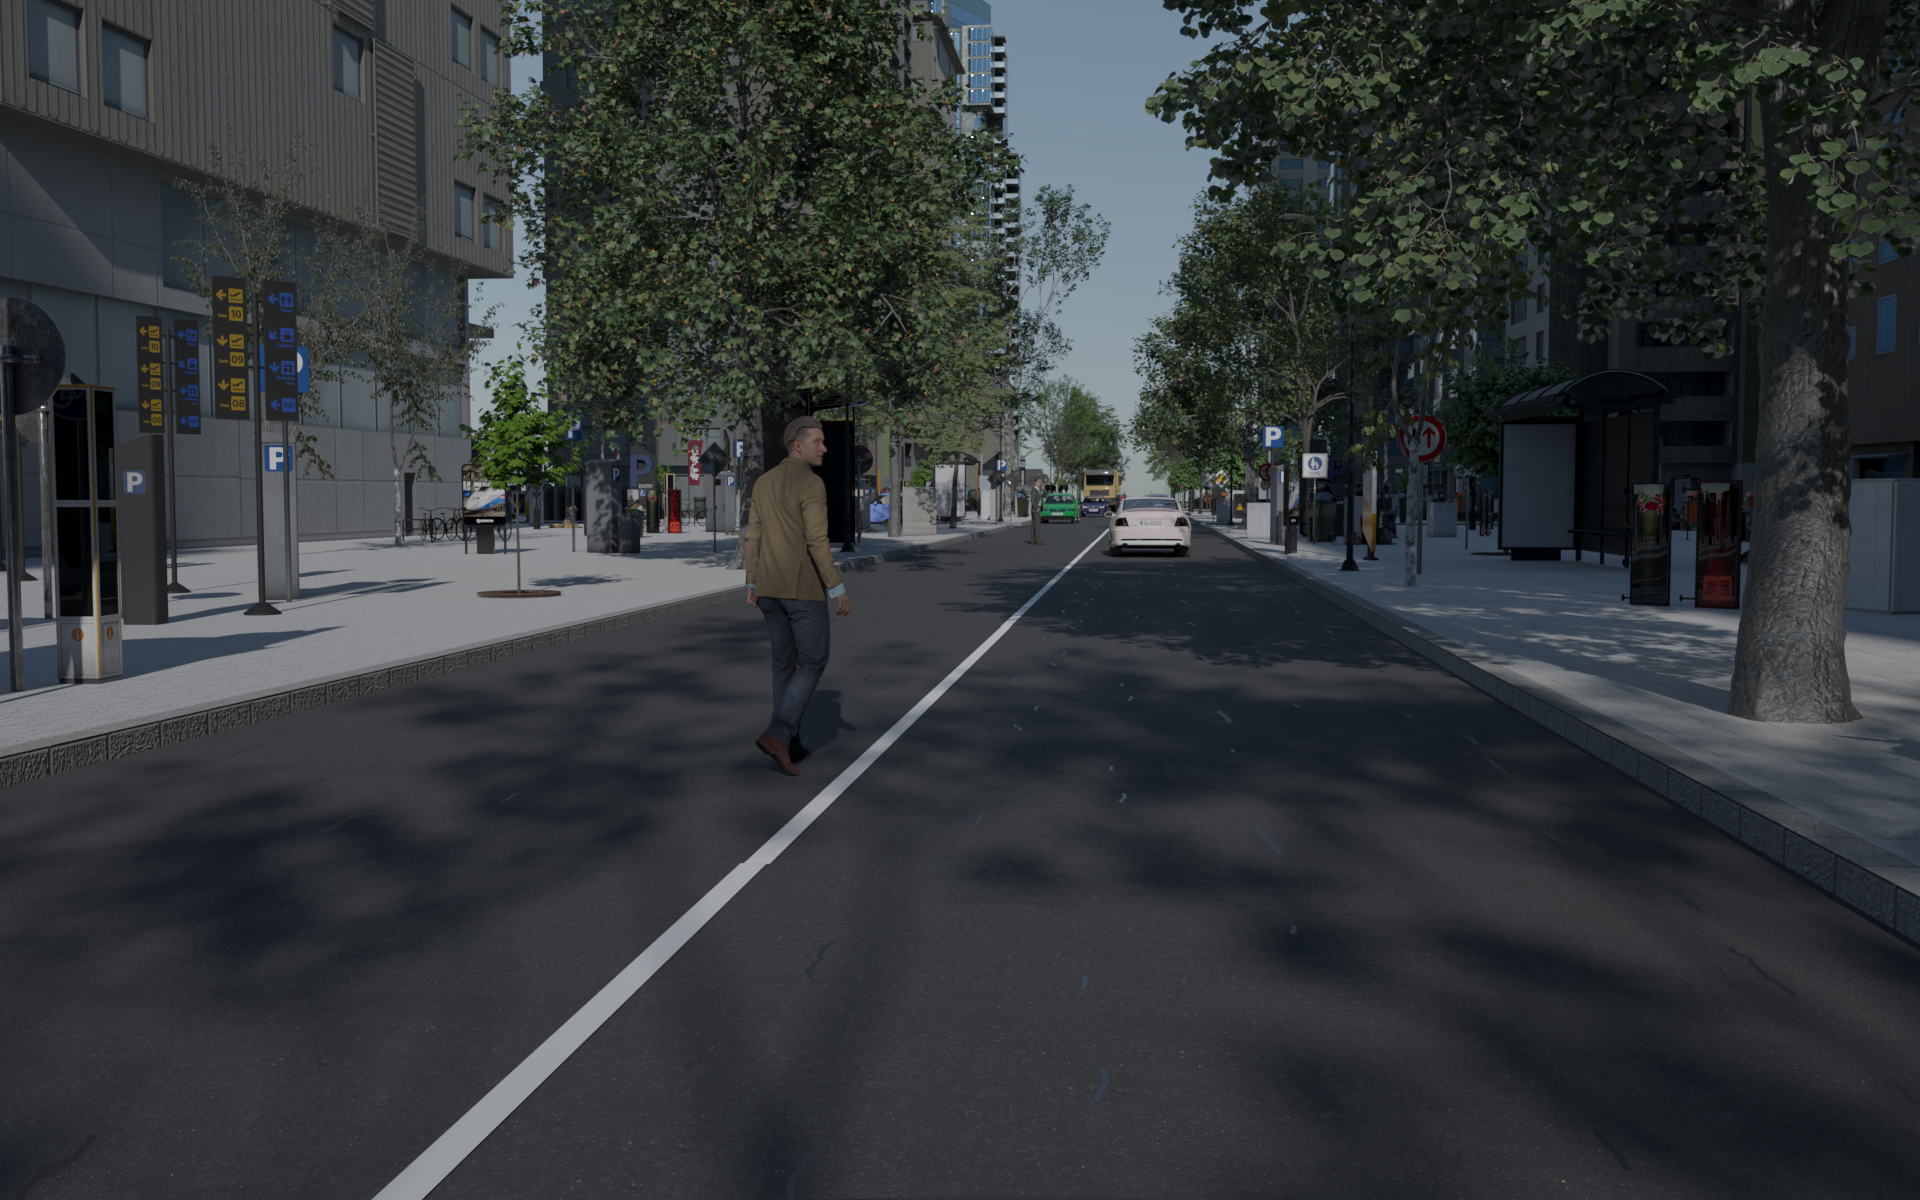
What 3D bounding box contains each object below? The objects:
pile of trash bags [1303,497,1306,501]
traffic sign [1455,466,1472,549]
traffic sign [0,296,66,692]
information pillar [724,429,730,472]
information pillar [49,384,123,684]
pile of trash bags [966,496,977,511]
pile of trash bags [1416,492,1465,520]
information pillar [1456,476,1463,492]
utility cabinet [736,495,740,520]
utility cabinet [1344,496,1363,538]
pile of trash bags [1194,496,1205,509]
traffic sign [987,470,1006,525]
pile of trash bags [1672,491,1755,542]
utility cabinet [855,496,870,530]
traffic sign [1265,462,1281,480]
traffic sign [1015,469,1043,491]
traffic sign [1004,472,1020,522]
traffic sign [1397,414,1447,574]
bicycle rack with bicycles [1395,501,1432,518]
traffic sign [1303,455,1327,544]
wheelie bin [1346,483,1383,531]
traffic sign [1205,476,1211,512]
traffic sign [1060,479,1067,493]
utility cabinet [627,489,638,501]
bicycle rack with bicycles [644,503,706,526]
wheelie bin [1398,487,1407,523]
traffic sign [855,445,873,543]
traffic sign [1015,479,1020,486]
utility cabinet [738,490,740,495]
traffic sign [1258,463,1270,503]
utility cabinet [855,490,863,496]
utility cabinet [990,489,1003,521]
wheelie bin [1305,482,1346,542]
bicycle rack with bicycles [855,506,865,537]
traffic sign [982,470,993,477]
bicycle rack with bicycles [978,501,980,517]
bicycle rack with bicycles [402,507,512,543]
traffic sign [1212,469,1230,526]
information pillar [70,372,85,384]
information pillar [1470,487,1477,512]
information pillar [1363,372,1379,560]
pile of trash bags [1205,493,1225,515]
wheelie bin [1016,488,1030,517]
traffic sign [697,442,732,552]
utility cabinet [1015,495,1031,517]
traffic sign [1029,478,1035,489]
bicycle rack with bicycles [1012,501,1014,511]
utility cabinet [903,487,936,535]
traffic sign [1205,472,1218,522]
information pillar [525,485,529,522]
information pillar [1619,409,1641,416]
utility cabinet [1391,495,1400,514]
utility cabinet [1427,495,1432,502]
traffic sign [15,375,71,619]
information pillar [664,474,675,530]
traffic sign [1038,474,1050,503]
[{"bbox_3d":[28.928,-8.482,148.436,3.447,1.369,1.912,1,4,21],"label":"pile of trash bags"},{"bbox_3d":[11.777,-2.329,40.206,0.606,2.300,0.079,1,4,12],"label":"traffic sign"},{"bbox_3d":[-6.132,-0.678,11.190,0.768,2.556,0.104,0,4,8],"label":"traffic sign"},{"bbox_3d":[-8.366,-4.331,62.174,0.183,3.616,0.504,-2,4,-25],"label":"information pillar"},{"bbox_3d":[-5.936,-0.445,11.770,0.304,2.012,0.304,0,4,3],"label":"information pillar"},{"bbox_3d":[1.397,-7.604,134.074,1.912,1.369,3.447,3,5,44],"label":"pile of trash bags"},{"bbox_3d":[23.304,-4.508,83.460,1.912,1.369,3.447,-1,4,-15],"label":"pile of trash bags"},{"bbox_3d":[27.675,-6.397,95.939,0.504,3.616,0.183,-3,5,-42],"label":"information pillar"},{"bbox_3d":[-10.838,-4.640,87.021,0.306,1.237,1.020,-3,5,-40],"label":"utility cabinet"},{"bbox_3d":[10.354,-2.083,45.226,0.306,1.237,1.020,3,4,36],"label":"utility cabinet"},{"bbox_3d":[20.573,-8.224,144.208,1.912,1.369,3.447,0,4,-4],"label":"pile of trash bags"},{"bbox_3d":[1.497,-4.153,71.544,0.795,2.450,0.064,0,4,6],"label":"traffic sign"},{"bbox_3d":[21.187,-2.296,47.298,1.912,1.369,3.447,-2,4,-25],"label":"pile of trash bags"},{"bbox_3d":[-3.719,-3.096,61.786,1.020,1.237,0.306,0,4,5],"label":"utility cabinet"},{"bbox_3d":[12.644,-4.249,69.581,0.768,2.556,0.104,1,4,12],"label":"traffic sign"},{"bbox_3d":[5.554,-8.914,139.621,2.265,3.308,0.079,0,4,7],"label":"traffic sign"},{"bbox_3d":[2.348,-4.639,79.483,0.795,2.450,0.064,0,4,6],"label":"traffic sign"},{"bbox_3d":[7.335,-1.681,27.592,0.768,2.556,0.104,1,4,11],"label":"traffic sign"},{"bbox_3d":[24.780,-4.915,93.737,2.852,0.926,2.925,-3,5,-44],"label":"bicycle rack with bicycles"},{"bbox_3d":[9.013,-2.563,44.027,0.606,2.300,0.079,1,4,12],"label":"traffic sign"},{"bbox_3d":[11.169,-2.429,47.617,0.693,1.594,0.980,-3,4,-36],"label":"wheelie bin"},{"bbox_3d":[17.424,-7.372,120.637,0.768,2.556,0.104,1,4,12],"label":"traffic sign"},{"bbox_3d":[8.550,-8.852,144.834,0.768,2.556,0.104,1,4,14],"label":"traffic sign"},{"bbox_3d":[-29.153,-8.860,153.544,1.173,1.500,0.318,0,4,1],"label":"utility cabinet"},{"bbox_3d":[-11.847,-3.409,69.127,2.925,0.926,2.852,3,5,44],"label":"bicycle rack with bicycles"},{"bbox_3d":[19.843,-4.228,77.031,0.693,1.594,0.980,2,4,23],"label":"wheelie bin"},{"bbox_3d":[-2.635,-2.748,45.034,0.768,2.556,0.104,1,4,10],"label":"traffic sign"},{"bbox_3d":[4.609,-8.499,139.062,0.768,2.556,0.104,1,4,14],"label":"traffic sign"},{"bbox_3d":[-11.373,-5.089,91.877,0.318,1.500,1.173,-2,4,-32],"label":"utility cabinet"},{"bbox_3d":[12.540,-4.314,70.632,0.768,2.556,0.104,0,4,7],"label":"traffic sign"},{"bbox_3d":[-5.482,-4.797,87.112,1.173,1.500,0.318,-1,4,-12],"label":"utility cabinet"},{"bbox_3d":[1.764,-4.560,83.243,0.318,1.500,1.173,1,4,18],"label":"utility cabinet"},{"bbox_3d":[9.697,-2.359,46.476,0.693,1.594,0.980,-2,4,-25],"label":"wheelie bin"},{"bbox_3d":[-4.163,-2.367,52.082,2.852,0.926,2.925,0,4,-8],"label":"bicycle rack with bicycles"},{"bbox_3d":[1.464,-5.522,90.392,0.768,2.556,0.104,0,4,8],"label":"traffic sign"},{"bbox_3d":[0.703,-5.040,95.783,2.852,0.926,2.925,1,4,10],"label":"bicycle rack with bicycles"},{"bbox_3d":[-13.932,-2.075,47.309,2.852,0.926,2.925,-3,5,-41],"label":"bicycle rack with bicycles"},{"bbox_3d":[10.637,-4.092,70.547,0.795,2.450,0.064,0,4,6],"label":"traffic sign"},{"bbox_3d":[-16.929,-2.580,33.542,0.183,3.616,0.504,3,4,39],"label":"information pillar"},{"bbox_3d":[33.859,-6.706,114.132,0.304,2.012,0.304,-1,4,-14],"label":"information pillar"},{"bbox_3d":[7.969,-2.586,33.629,0.183,3.616,0.504,-1,4,-9],"label":"information pillar"},{"bbox_3d":[16.123,-5.824,104.969,1.912,1.369,3.447,0,4,2],"label":"pile of trash bags"},{"bbox_3d":[3.450,-5.348,95.345,0.693,1.594,0.980,1,4,14],"label":"wheelie bin"},{"bbox_3d":[-5.423,-2.269,38.278,0.795,2.450,0.064,0,4,8],"label":"traffic sign"},{"bbox_3d":[3.659,-5.338,98.444,1.020,1.237,0.306,1,4,21],"label":"utility cabinet"},{"bbox_3d":[4.648,-6.570,109.549,0.606,2.300,0.079,0,4,8],"label":"traffic sign"},{"bbox_3d":[5.119,-8.475,151.955,2.852,0.926,2.925,2,4,32],"label":"bicycle rack with bicycles"},{"bbox_3d":[-1.248,-2.751,53.658,0.318,1.500,1.173,3,5,44],"label":"utility cabinet"},{"bbox_3d":[11.488,-4.578,78.487,0.795,2.450,0.064,0,4,6],"label":"traffic sign"},{"bbox_3d":[-20.106,-5.477,80.911,0.504,3.616,0.183,1,4,21],"label":"information pillar"},{"bbox_3d":[15.124,-2.923,39.143,0.504,3.616,0.183,2,4,24],"label":"information pillar"},{"bbox_3d":[27.318,-5.896,107.561,1.020,1.237,0.306,0,4,7],"label":"utility cabinet"},{"bbox_3d":[26.656,-5.324,98.203,0.306,1.237,1.020,1,4,19],"label":"utility cabinet"},{"bbox_3d":[-9.344,-1.075,17.681,0.768,2.556,0.104,0,4,8],"label":"traffic sign"},{"bbox_3d":[-10.434,-3.531,62.218,0.304,2.012,0.304,-2,4,-27],"label":"information pillar"},{"bbox_3d":[5.174,-6.567,107.475,0.768,2.556,0.104,1,4,13],"label":"traffic sign"}]
